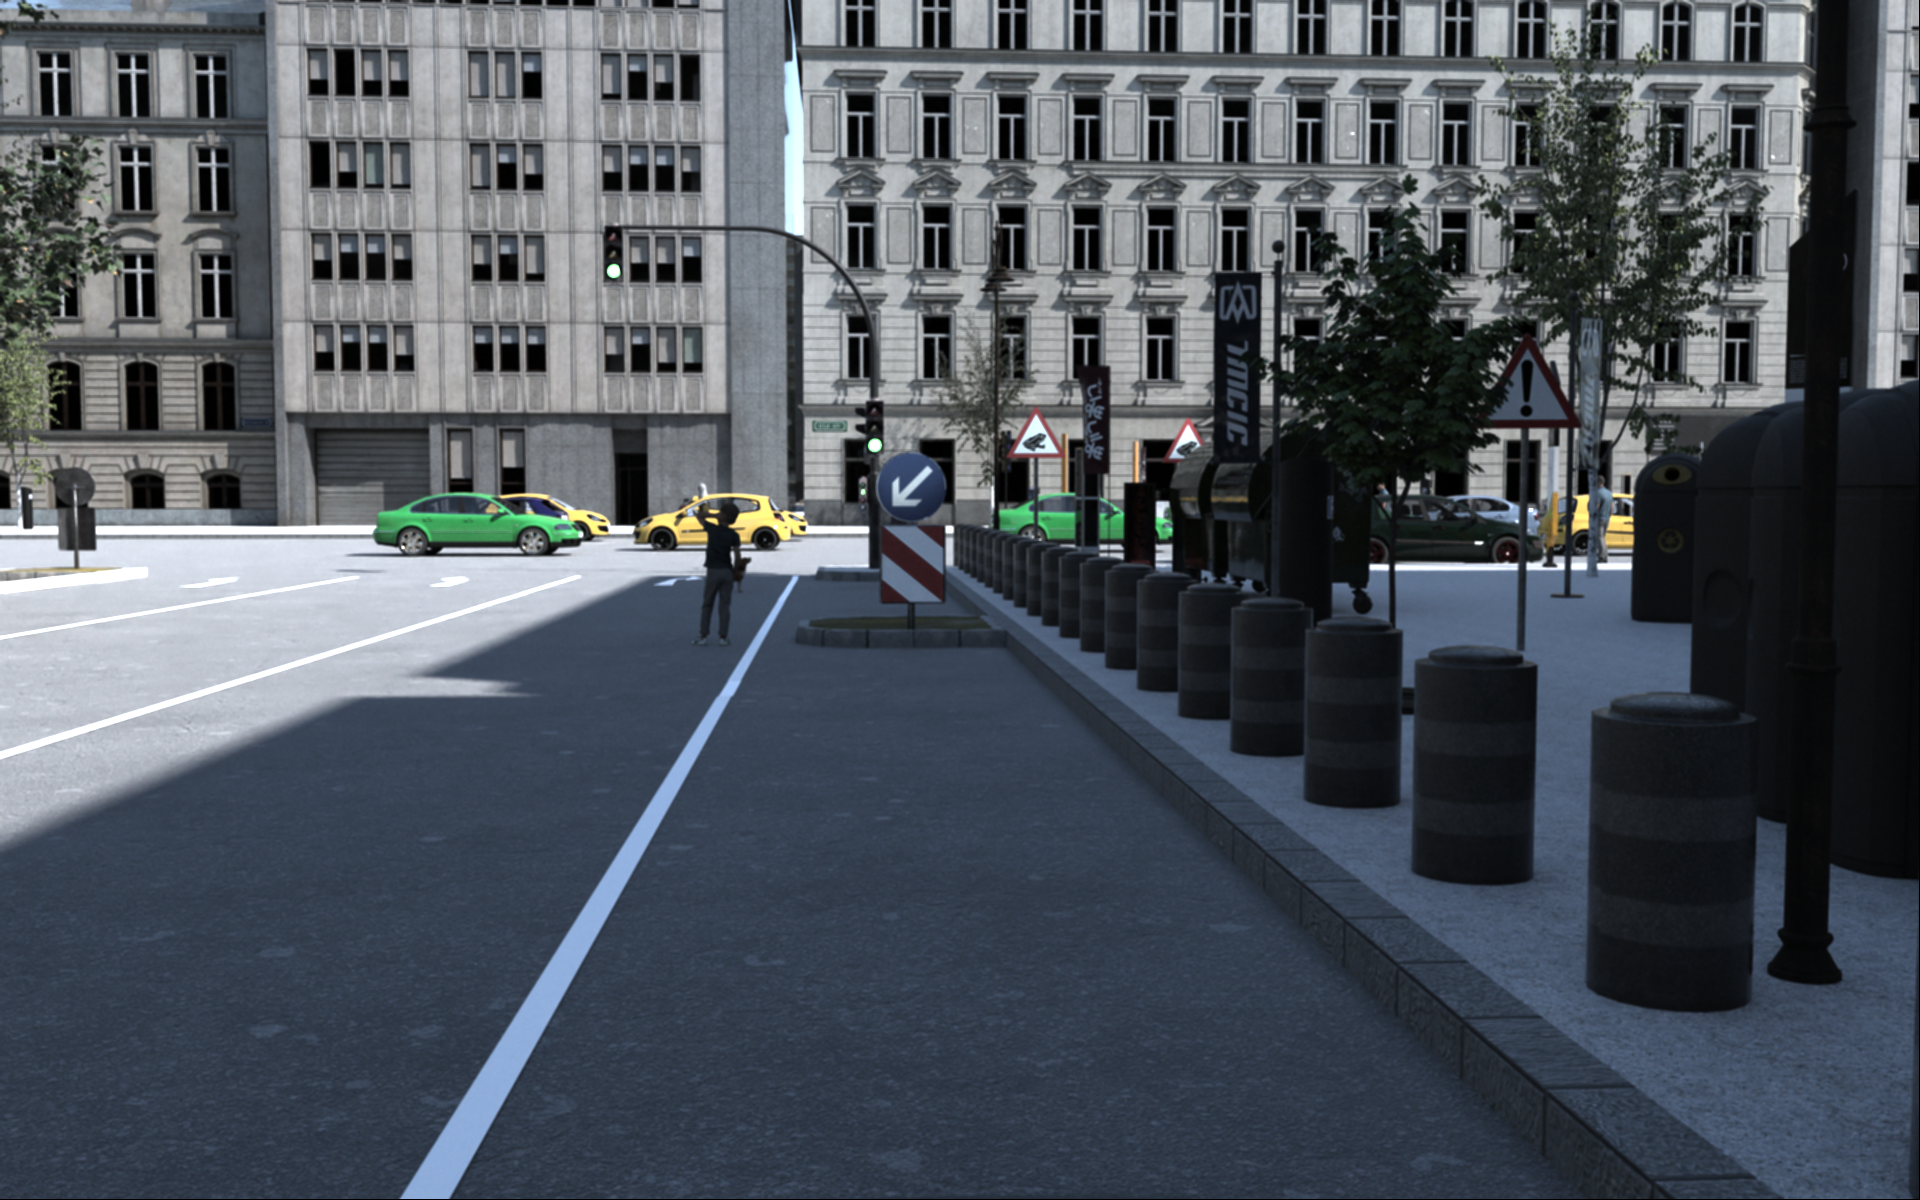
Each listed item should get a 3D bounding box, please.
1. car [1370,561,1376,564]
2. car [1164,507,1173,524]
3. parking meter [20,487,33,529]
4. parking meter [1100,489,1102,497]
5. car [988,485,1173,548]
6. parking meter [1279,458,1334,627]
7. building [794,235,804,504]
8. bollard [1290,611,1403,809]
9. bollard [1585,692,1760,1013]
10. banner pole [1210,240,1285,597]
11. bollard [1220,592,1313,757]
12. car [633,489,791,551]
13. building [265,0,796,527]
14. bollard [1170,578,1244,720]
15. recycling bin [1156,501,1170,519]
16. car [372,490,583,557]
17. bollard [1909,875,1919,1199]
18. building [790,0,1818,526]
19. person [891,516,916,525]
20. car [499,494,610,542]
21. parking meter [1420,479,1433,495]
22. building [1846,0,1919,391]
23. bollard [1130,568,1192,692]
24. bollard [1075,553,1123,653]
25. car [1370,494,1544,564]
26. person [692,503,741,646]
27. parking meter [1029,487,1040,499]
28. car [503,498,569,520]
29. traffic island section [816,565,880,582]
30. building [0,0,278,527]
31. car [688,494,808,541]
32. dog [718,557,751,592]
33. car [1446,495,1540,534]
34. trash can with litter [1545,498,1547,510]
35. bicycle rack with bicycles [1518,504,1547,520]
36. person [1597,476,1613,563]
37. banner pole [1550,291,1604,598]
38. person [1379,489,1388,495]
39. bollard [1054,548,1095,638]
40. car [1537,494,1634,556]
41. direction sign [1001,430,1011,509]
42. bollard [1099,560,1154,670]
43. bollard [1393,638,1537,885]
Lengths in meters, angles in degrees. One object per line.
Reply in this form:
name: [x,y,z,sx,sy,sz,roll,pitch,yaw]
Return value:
car: [7.087,-1.493,36.202,4.920,1.459,2.131,0,4,-3]
car: [8.402,-2.641,51.971,4.718,1.807,1.959,0,4,-4]
parking meter: [-33.958,-3.340,63.015,0.372,1.533,0.369,0,3,0]
parking meter: [4.699,-3.135,59.666,0.372,1.533,0.369,0,3,0]
car: [3.033,-2.090,42.963,4.718,1.807,1.959,0,4,-4]
parking meter: [2.454,-0.237,12.294,0.372,1.533,0.369,0,3,0]
building: [-15.286,-33.732,243.391,23.993,40.220,32.217,0,4,-4]
bollard: [1.643,0.457,7.238,0.404,0.777,0.398,0,3,0]
bollard: [1.829,0.627,4.459,0.404,0.777,0.398,0,3,0]
banner pole: [2.920,-1.666,17.255,0.863,3.779,0.401,1,4,17]
bollard: [1.551,0.372,8.627,0.404,0.777,0.398,0,3,0]
car: [-6.329,-2.081,44.253,3.980,1.641,2.015,0,4,-3]
building: [-17.199,-15.637,73.681,19.932,24.808,12.078,0,4,-4]
bollard: [1.463,0.288,10.009,0.404,0.777,0.398,0,3,0]
recycling bin: [7.267,-2.992,61.473,0.722,1.027,0.722,0,4,4]
car: [-11.224,-1.938,40.488,4.718,1.807,1.959,0,4,-3]
bollard: [1.925,0.712,3.075,0.404,0.777,0.398,0,3,0]
building: [14.629,-18.424,77.644,44.131,29.872,17.030,0,4,-4]
person: [-0.860,-1.049,26.478,0.431,1.722,0.655,0,4,7]
car: [-12.718,-2.609,52.885,3.980,1.641,2.015,0,4,-3]
parking meter: [16.552,-3.411,61.480,0.399,1.863,0.255,3,5,41]
building: [47.012,-15.891,77.835,19.932,24.808,12.078,0,4,-4]
bollard: [1.365,0.203,11.391,0.404,0.777,0.398,0,3,0]
bollard: [1.185,0.033,14.183,0.404,0.777,0.398,0,3,0]
car: [8.961,-1.425,33.081,4.222,1.686,2.009,0,4,-4]
person: [-2.314,-0.247,16.441,0.435,1.345,0.340,-1,4,-19]
parking meter: [2.471,-3.017,57.731,0.372,1.533,0.369,0,3,0]
car: [-12.694,-2.127,47.349,3.894,1.354,1.945,0,4,-2]
traffic island section: [-1.453,-0.461,29.821,2.009,0.180,2.903,0,4,-4]
building: [-44.506,-15.497,72.461,34.723,24.649,14.460,0,4,-4]
car: [-6.674,-2.622,53.093,3.980,1.641,2.015,0,4,-4]
dog: [-3.374,-0.368,25.307,0.540,0.507,0.406,-3,4,-37]
car: [13.609,-2.177,47.595,4.499,1.417,2.014,0,4,-2]
trash can with litter: [22.747,-3.340,65.995,0.624,1.170,1.055,0,4,-5]
bicycle rack with bicycles: [21.110,-3.142,64.759,2.925,0.926,2.852,-1,4,-13]
person: [12.999,-1.624,35.184,0.598,1.807,0.434,-2,4,-27]
banner pole: [7.753,-1.932,21.613,0.863,3.779,0.401,-3,4,-37]
person: [10.861,-2.206,44.689,0.434,1.807,0.598,2,4,24]
bollard: [1.093,-0.052,15.565,0.404,0.777,0.398,0,3,0]
car: [15.702,-1.867,40.745,3.980,1.641,2.015,0,4,-4]
direction sign: [1.649,-4.289,62.118,0.379,3.537,0.876,-1,4,-21]
bollard: [1.273,0.117,12.801,0.404,0.777,0.398,0,3,0]
bollard: [1.735,0.542,5.851,0.404,0.777,0.398,0,3,0]
